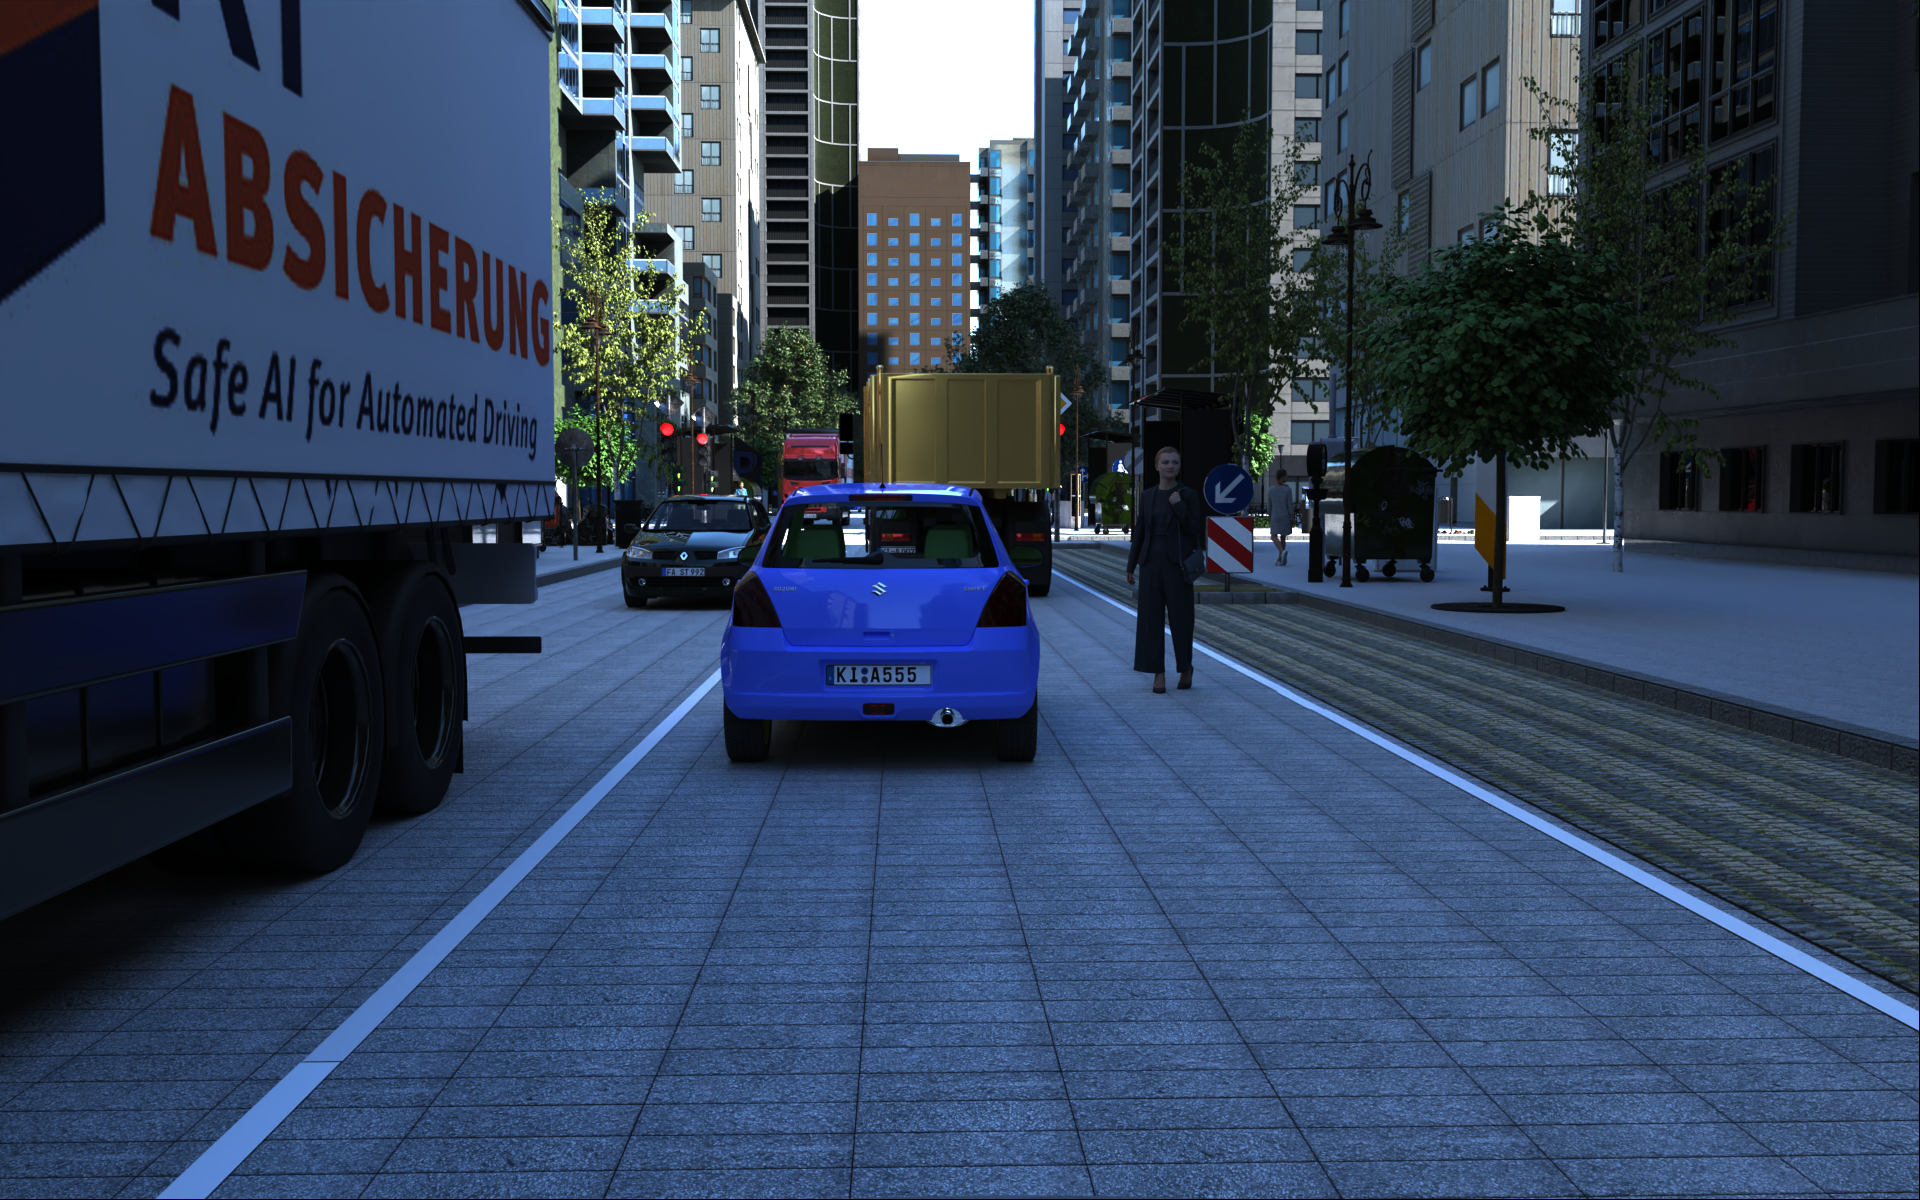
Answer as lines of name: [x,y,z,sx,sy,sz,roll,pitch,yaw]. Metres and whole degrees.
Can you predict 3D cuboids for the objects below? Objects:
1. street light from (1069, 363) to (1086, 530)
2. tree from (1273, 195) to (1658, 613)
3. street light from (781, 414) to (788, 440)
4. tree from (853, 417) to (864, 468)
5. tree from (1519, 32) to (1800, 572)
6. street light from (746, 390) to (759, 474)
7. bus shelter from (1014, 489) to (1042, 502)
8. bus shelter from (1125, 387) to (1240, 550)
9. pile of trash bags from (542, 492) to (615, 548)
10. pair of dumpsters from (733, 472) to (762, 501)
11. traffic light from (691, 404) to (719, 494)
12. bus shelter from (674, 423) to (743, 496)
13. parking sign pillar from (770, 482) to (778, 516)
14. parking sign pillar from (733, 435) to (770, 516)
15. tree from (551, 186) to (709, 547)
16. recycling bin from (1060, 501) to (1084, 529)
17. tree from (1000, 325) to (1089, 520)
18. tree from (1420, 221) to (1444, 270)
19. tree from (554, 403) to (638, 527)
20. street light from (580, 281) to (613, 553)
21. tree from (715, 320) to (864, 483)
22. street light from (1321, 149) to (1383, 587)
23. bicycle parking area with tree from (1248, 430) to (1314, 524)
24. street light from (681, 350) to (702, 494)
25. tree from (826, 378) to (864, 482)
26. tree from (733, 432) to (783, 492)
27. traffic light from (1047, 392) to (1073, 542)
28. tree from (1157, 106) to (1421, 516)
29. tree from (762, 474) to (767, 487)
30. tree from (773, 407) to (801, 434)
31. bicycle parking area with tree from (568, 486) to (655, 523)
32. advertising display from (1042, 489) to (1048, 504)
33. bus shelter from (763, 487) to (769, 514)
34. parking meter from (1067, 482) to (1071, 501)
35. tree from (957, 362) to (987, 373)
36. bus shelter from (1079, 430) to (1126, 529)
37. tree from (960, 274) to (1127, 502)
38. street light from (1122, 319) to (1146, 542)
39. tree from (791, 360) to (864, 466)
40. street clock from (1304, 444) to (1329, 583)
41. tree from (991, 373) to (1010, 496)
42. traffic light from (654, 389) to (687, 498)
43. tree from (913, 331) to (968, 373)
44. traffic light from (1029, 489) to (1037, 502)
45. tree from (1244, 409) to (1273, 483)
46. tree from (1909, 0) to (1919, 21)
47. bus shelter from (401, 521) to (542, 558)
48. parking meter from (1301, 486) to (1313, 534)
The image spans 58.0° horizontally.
street light: [4.118,-5.402,61.114,0.468,5.910,1.993,0,4,-2]
tree: [5.908,-2.170,19.196,4.285,4.588,4.351,0,3,0]
street light: [-9.896,-7.693,98.564,0.468,5.910,1.993,0,4,-2]
tree: [-12.916,-15.447,178.305,9.928,11.665,9.643,0,3,0]
tree: [10.869,-4.751,28.043,4.737,8.622,4.395,0,3,0]
street light: [-9.144,-6.353,76.652,0.468,5.910,1.993,0,4,-2]
bus shelter: [4.179,-6.770,104.615,2.014,3.302,5.546,0,4,-2]
bus shelter: [5.261,-3.049,41.139,1.731,3.624,6.357,0,4,-2]
pile of trash bags: [-9.711,-2.029,42.932,1.912,1.369,3.447,0,4,3]
pair of dumpsters: [-9.313,-4.325,73.208,1.574,2.255,4.437,0,4,-2]
traffic light: [-7.938,-3.970,53.830,0.839,4.253,0.868,0,4,-2]
bus shelter: [-8.747,-4.239,60.592,1.731,3.624,6.357,0,4,-2]
parking sign pillar: [-10.872,-6.932,101.809,1.447,3.967,1.447,0,4,-8]
parking sign pillar: [-9.662,-5.523,78.772,1.447,3.967,1.447,1,4,9]
tree: [-8.212,-5.580,41.591,4.737,8.622,4.395,0,3,0]
recycling bin: [4.165,-3.179,64.531,0.722,1.027,0.722,-1,4,-23]
tree: [3.717,-7.592,74.488,4.360,8.622,3.978,0,3,0]
tree: [10.055,-5.620,42.243,4.737,8.622,4.395,0,3,0]
tree: [-13.729,-4.823,62.562,4.285,4.588,4.351,0,3,0]
street light: [-7.887,-3.972,37.724,0.468,5.910,1.993,0,4,-2]
tree: [-11.373,-12.062,114.215,9.611,12.733,9.660,0,3,0]
street light: [5.332,-3.116,23.727,0.468,5.910,1.993,0,4,-2]
bicycle parking area with tree: [12.417,-5.413,75.512,9.016,4.147,8.231,3,5,44]
street light: [-8.466,-5.012,54.738,0.468,5.910,1.993,0,4,-2]
tree: [-12.476,-15.187,166.440,7.486,12.596,7.792,0,3,0]
tree: [-10.690,-6.602,91.658,4.285,4.588,4.351,0,3,0]
traffic light: [2.575,-3.503,46.196,0.839,4.253,0.868,0,4,-2]
tree: [5.841,-5.114,33.975,4.737,8.622,4.395,0,3,0]
tree: [-10.706,-5.611,86.349,1.663,3.219,1.824,0,3,0]
tree: [-11.686,-10.614,123.895,4.737,8.622,4.395,0,3,0]
bicycle parking area with tree: [-16.865,-5.681,79.888,9.016,4.147,8.231,1,4,19]
advertising display: [3.903,-4.530,79.277,0.123,1.923,0.974,1,4,12]
bus shelter: [-11.334,-6.325,97.343,2.014,3.302,5.546,0,4,-2]
parking meter: [5.331,-4.751,83.393,0.255,1.863,0.399,2,4,27]
tree: [2.960,-11.974,121.530,9.928,11.665,9.643,0,3,0]
bus shelter: [5.723,-4.588,66.293,1.731,3.624,6.357,0,4,-2]
tree: [3.538,-10.629,90.796,9.611,12.733,9.660,0,3,0]
street light: [4.595,-4.471,45.896,0.468,5.910,1.993,0,4,-2]
tree: [-12.265,-14.978,155.258,12.009,13.543,11.850,0,3,0]
street clock: [5.177,-1.259,25.158,0.358,2.002,0.471,1,4,21]
tree: [2.914,-10.883,112.349,8.767,10.594,7.601,2,4,29]
traffic light: [-7.680,-3.482,45.849,0.839,4.253,0.868,0,4,-2]
tree: [-1.132,-21.267,203.604,12.611,20.169,13.585,0,3,0]
traffic light: [2.317,-3.991,54.176,0.839,4.253,0.868,0,4,-2]
tree: [9.019,-4.557,58.223,4.285,4.588,4.351,0,3,0]
tree: [6.309,-5.081,8.828,9.928,11.665,9.643,0,3,0]
bus shelter: [-9.076,-3.215,30.197,2.179,5.291,8.768,0,4,-2]
parking meter: [11.232,-2.910,55.984,0.372,1.533,0.369,0,3,0]
